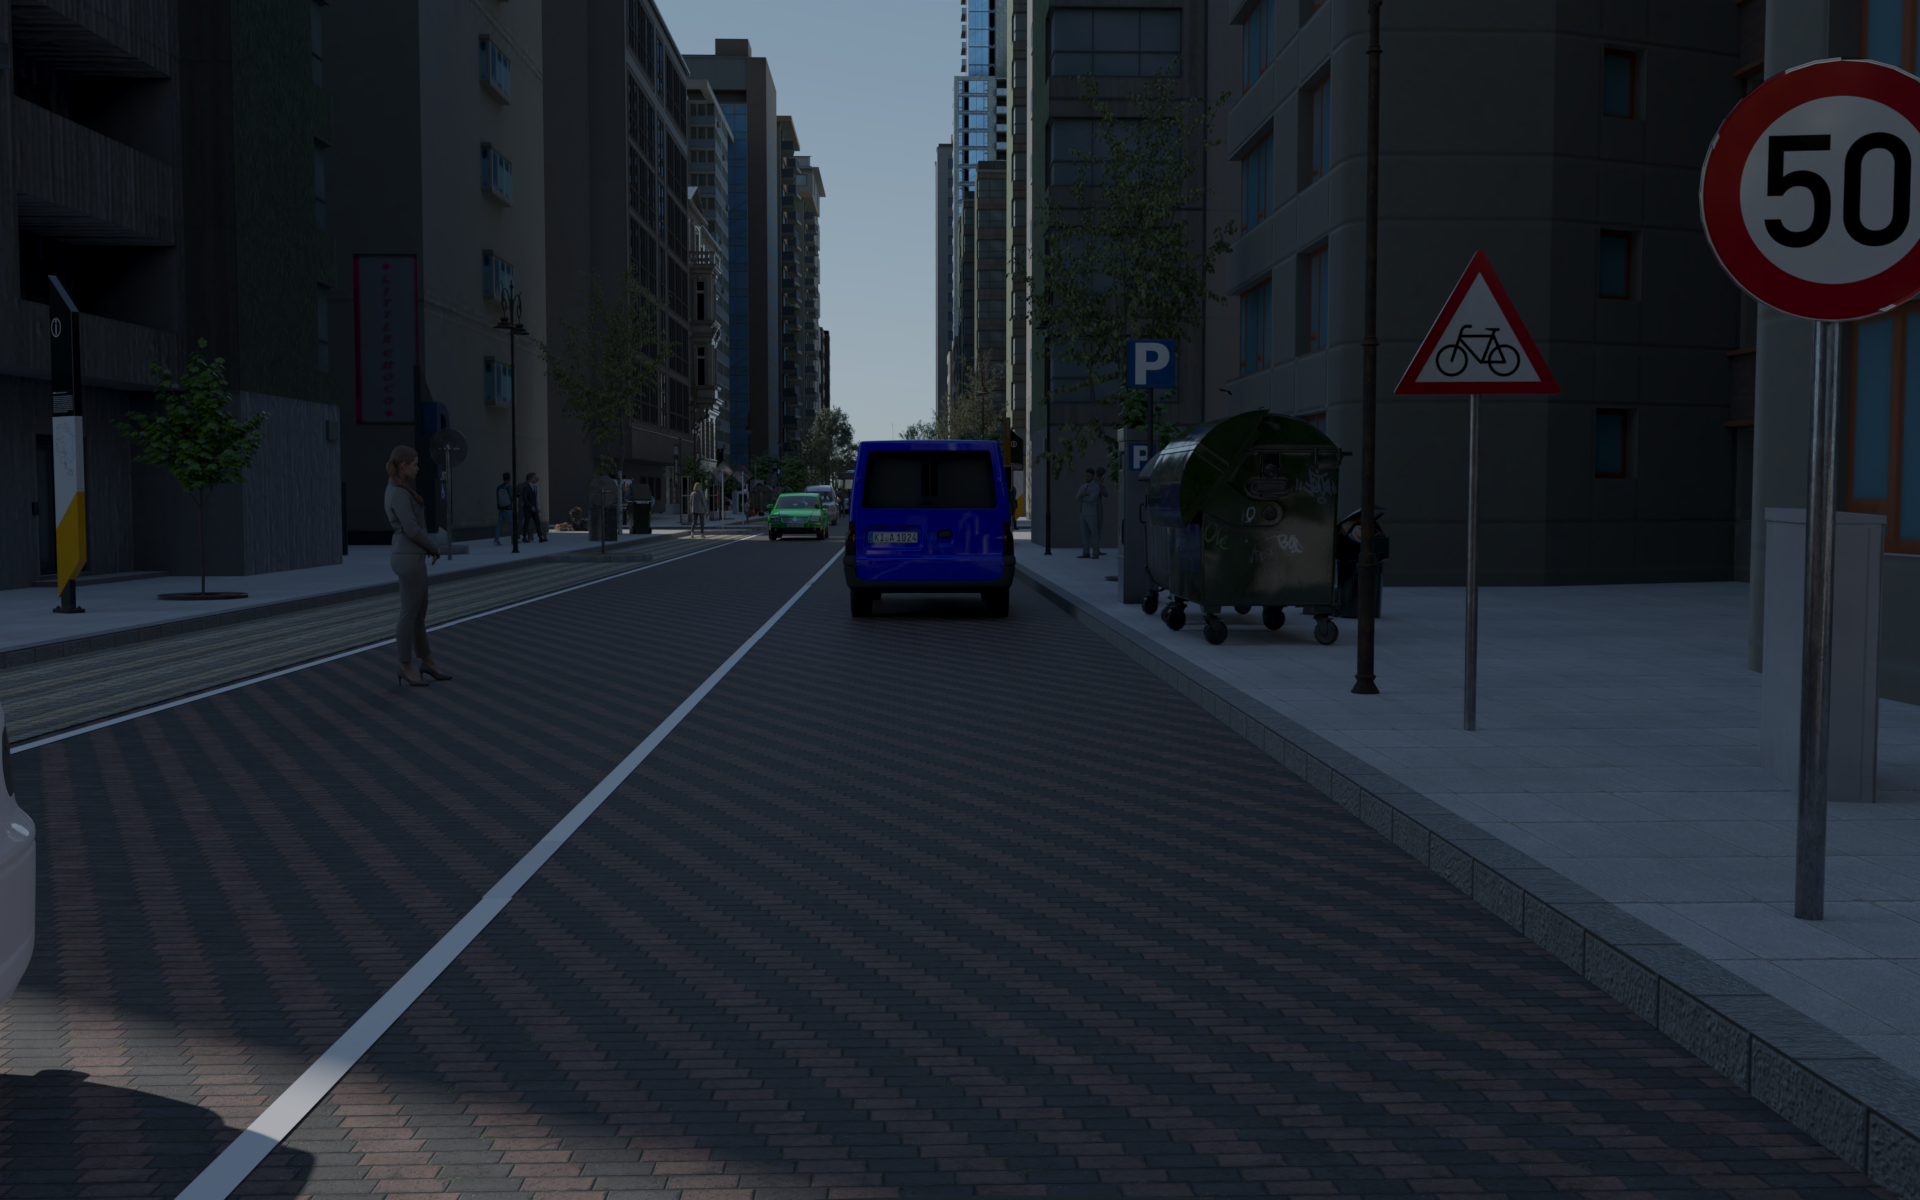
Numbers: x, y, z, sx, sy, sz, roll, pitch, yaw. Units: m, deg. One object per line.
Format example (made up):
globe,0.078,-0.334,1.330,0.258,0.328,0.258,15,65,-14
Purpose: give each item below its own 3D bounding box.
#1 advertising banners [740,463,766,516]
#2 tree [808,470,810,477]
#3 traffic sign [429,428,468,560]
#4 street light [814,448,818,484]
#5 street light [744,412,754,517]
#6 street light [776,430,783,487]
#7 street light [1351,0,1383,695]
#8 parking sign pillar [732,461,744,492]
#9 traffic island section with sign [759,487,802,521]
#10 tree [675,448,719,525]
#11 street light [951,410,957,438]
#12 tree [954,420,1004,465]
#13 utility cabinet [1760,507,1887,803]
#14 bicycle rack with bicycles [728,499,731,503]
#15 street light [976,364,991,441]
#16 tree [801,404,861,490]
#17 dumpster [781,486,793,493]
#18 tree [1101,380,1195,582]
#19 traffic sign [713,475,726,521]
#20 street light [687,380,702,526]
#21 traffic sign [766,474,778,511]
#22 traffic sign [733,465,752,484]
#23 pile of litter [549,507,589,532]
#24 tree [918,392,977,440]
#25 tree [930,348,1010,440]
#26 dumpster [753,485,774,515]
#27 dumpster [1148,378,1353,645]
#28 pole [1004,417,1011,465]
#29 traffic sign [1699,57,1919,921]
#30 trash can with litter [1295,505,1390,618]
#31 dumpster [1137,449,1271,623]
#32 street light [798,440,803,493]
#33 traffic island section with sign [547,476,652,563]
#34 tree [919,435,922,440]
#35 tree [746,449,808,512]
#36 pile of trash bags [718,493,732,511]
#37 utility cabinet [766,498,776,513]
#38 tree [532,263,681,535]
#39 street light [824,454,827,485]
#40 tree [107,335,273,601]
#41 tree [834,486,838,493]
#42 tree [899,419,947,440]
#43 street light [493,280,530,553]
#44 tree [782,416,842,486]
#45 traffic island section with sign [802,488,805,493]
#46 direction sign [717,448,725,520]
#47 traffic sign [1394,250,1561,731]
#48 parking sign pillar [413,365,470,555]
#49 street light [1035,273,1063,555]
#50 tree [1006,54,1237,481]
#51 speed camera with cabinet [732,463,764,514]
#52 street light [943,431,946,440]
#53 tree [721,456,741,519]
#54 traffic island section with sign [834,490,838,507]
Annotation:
advertising banners,-11.908,-6.313,99.406,0.090,3.025,2.074,3,4,37
tree,-13.418,-9.282,135.470,4.285,4.588,4.351,0,3,0
traffic sign,-9.909,-2.046,33.561,0.768,2.556,0.104,0,4,4
street light,-14.349,-12.156,171.546,0.468,5.910,1.993,0,4,-2
street light,-11.680,-7.539,96.058,0.468,5.910,1.993,0,4,-2
street light,-12.654,-9.126,122.003,0.468,5.910,1.993,0,4,-2
street light,2.613,-2.336,10.988,0.468,5.910,1.993,0,4,-2
parking sign pillar,-18.385,-9.497,143.741,1.447,3.967,1.447,-3,5,-43
traffic island section with sign,-9.550,-5.074,91.584,1.989,1.847,2.006,0,4,-2
tree,-11.195,-4.761,72.450,1.663,3.219,1.824,0,3,0
street light,-0.274,-7.387,93.571,0.468,5.910,1.993,0,4,-2
tree,0.886,-5.689,76.732,4.285,4.588,4.351,0,3,0
utility cabinet,3.807,0.214,7.669,0.306,1.237,1.020,1,4,15
bicycle rack with bicycles,-17.579,-7.639,138.283,2.852,0.926,2.925,-2,4,-35
street light,0.821,-5.428,61.535,0.468,5.910,1.993,0,4,-2
tree,-16.260,-18.550,220.305,9.611,12.733,9.660,0,3,0
dumpster,-13.016,-7.487,128.177,1.264,1.857,1.865,0,4,-2
tree,2.619,-1.889,25.493,1.663,3.219,1.824,0,3,0
traffic sign,-11.350,-4.864,81.651,0.606,2.300,0.079,0,4,-2
street light,-10.778,-5.970,70.404,0.468,5.910,1.993,0,4,-2
traffic sign,-12.198,-6.861,112.290,0.768,2.556,0.104,0,4,2
traffic sign,-8.740,-4.123,69.604,0.795,2.593,0.064,0,4,-2
pile of litter,-13.456,-2.796,59.684,1.176,0.858,1.719,3,5,42
tree,-0.426,-10.666,124.751,4.737,8.622,4.395,0,3,0
tree,0.696,-8.406,87.803,4.360,8.622,3.978,0,3,0
dumpster,-12.152,-6.175,106.726,1.264,1.857,1.865,0,4,-2
dumpster,2.552,-0.791,15.427,1.502,2.255,1.985,0,4,-2
pole,1.254,-3.193,46.045,0.158,3.312,0.155,0,3,0
traffic sign,2.572,-0.310,5.168,0.768,2.556,0.104,0,4,7
trash can with litter,3.967,-0.413,18.137,0.624,1.170,1.055,-3,4,-38
dumpster,2.551,-0.728,17.666,1.264,1.857,1.865,0,4,-2
street light,-13.481,-10.615,146.341,0.468,5.910,1.993,0,4,-2
traffic island section with sign,-7.603,-1.721,36.774,1.989,1.847,2.006,0,4,-2
tree,-4.256,-16.266,216.317,4.360,8.622,3.978,0,3,0
tree,-13.872,-8.660,125.301,4.285,4.588,4.351,0,3,0
pile of trash bags,-17.748,-7.521,132.719,3.447,1.369,1.912,3,5,44
utility cabinet,-12.580,-6.655,117.490,1.173,1.500,0.318,1,4,13
tree,-10.968,-6.364,54.416,4.737,8.622,4.395,0,3,0
street light,-15.288,-13.698,196.748,0.468,5.910,1.993,0,4,-2
tree,-9.188,-1.627,21.207,1.663,3.219,1.824,0,3,0
tree,-17.858,-15.746,252.054,1.663,3.219,1.824,0,3,0
tree,-5.206,-19.133,238.580,9.928,11.665,9.643,0,3,0
street light,-9.696,-3.964,37.605,0.468,5.910,1.993,0,4,-2
tree,-14.246,-12.940,161.938,4.360,8.622,3.978,0,3,0
traffic island section with sign,-10.503,-6.731,118.676,1.989,1.847,2.006,0,4,-2
direction sign,-11.930,-5.764,86.237,0.379,3.537,0.876,-2,4,-27
traffic sign,2.767,-0.570,9.330,0.884,2.594,0.081,0,4,0
parking sign pillar,-11.233,-2.962,36.908,1.447,3.967,1.447,0,4,-3
street light,1.856,-3.887,36.336,0.468,5.910,1.993,0,4,-2
tree,2.847,-4.852,29.699,4.737,8.622,4.395,0,3,0
speed camera with cabinet,-13.517,-7.100,110.413,2.038,3.252,0.660,-3,5,-39
street light,-1.088,-8.929,118.778,0.468,5.910,1.993,0,4,-2
tree,-11.809,-5.703,87.843,1.663,3.219,1.824,0,3,0
traffic island section with sign,-13.274,-11.497,196.606,1.989,1.847,2.006,0,4,-2
